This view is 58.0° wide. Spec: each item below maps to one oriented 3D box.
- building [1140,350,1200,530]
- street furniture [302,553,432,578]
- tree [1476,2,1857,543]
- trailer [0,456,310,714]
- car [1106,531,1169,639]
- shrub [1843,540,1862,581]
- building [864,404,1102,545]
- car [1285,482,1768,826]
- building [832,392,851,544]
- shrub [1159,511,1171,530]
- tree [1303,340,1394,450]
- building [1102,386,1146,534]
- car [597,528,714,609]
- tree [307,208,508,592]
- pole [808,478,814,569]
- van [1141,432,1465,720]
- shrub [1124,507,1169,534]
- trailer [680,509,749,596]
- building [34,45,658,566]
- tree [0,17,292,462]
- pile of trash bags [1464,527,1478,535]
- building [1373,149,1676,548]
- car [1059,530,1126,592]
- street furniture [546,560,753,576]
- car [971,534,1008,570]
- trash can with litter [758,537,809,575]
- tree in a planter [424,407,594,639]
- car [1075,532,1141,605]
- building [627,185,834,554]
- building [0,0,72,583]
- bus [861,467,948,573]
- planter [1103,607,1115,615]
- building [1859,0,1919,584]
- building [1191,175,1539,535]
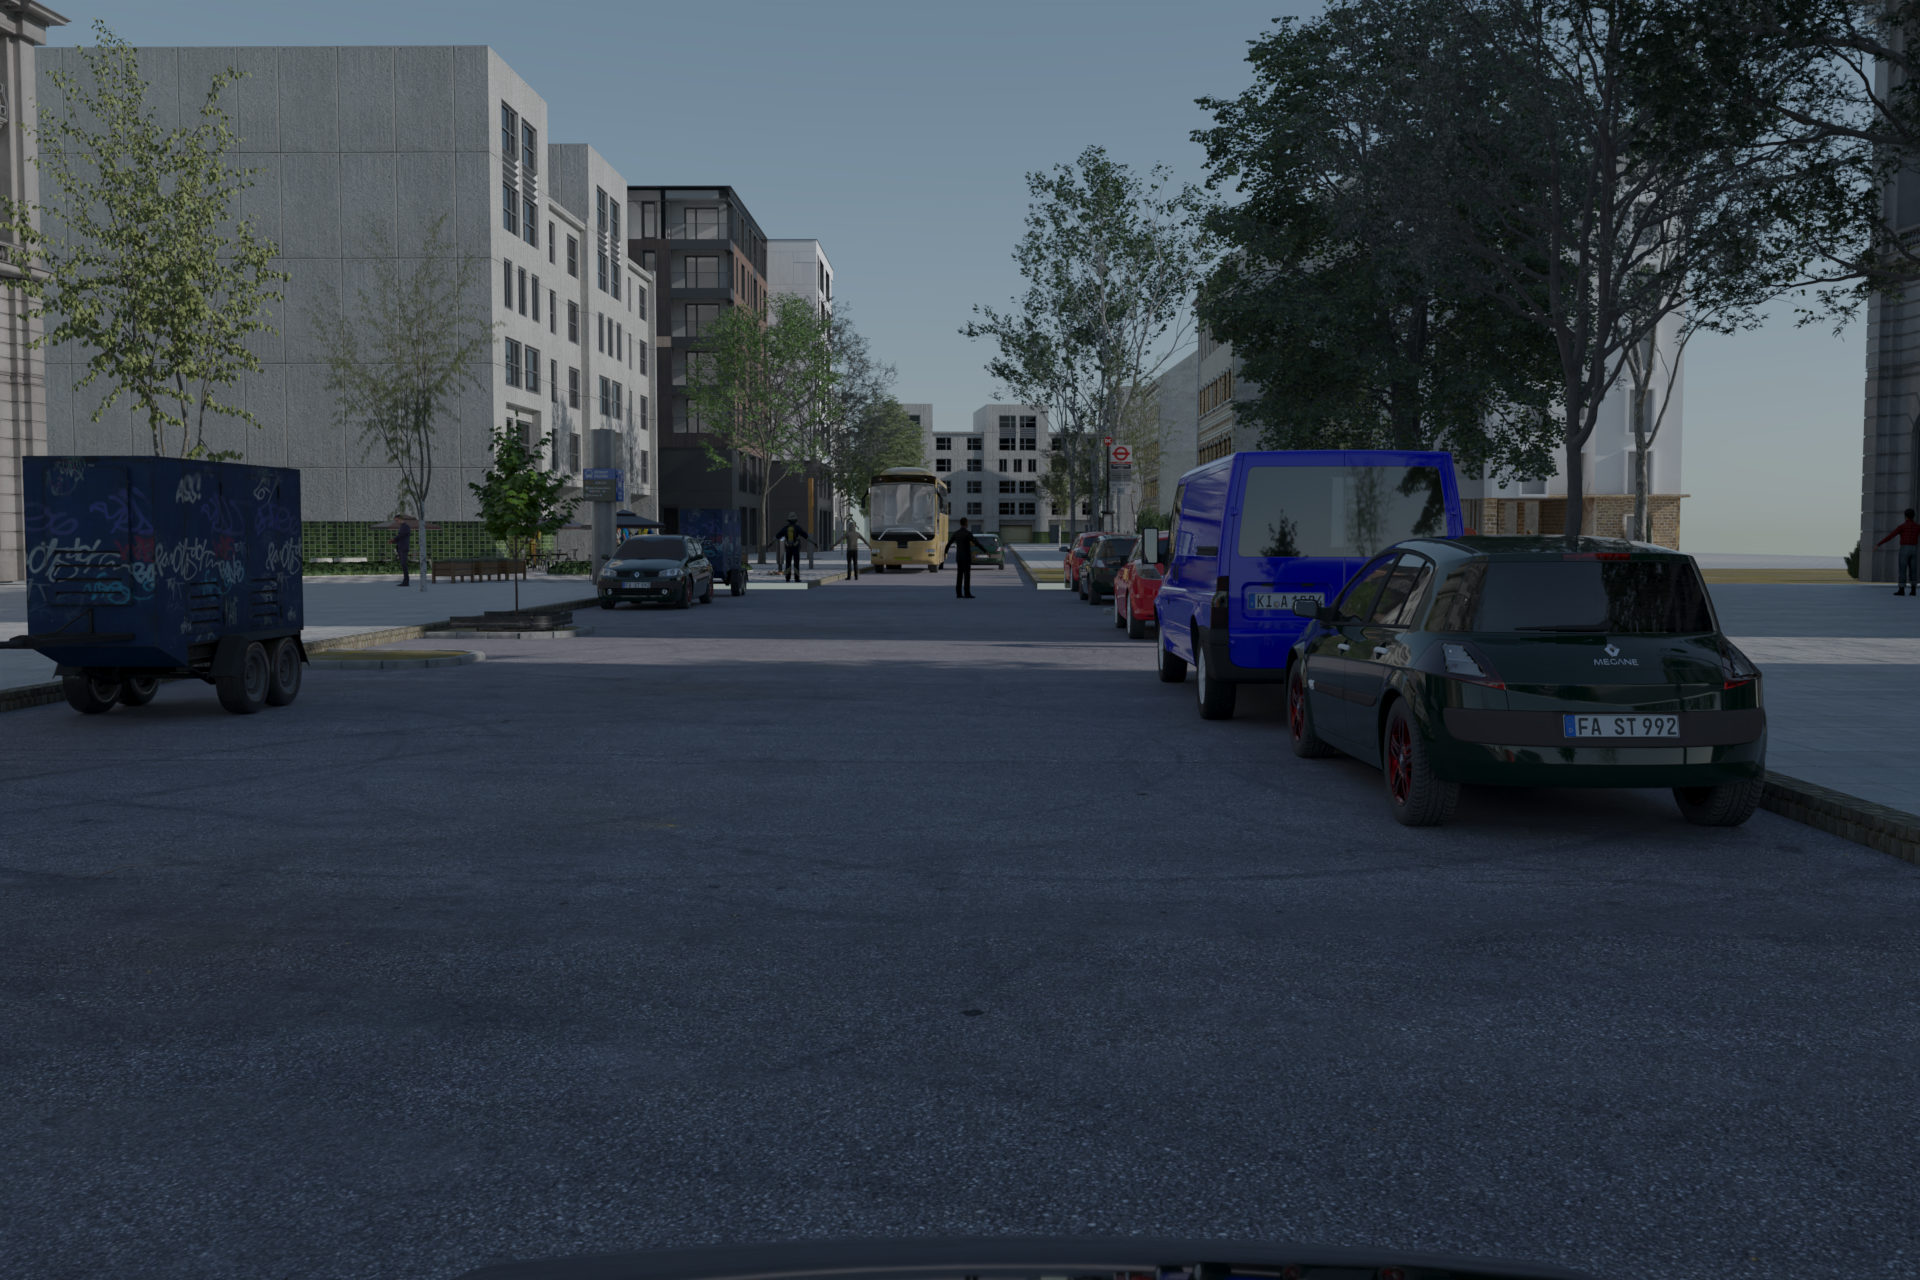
[{"bbox_3d":[28.959,-21.283,178.907,19.493,23.208,18.063,0,4,1],"label":"building"},{"bbox_3d":[-20.948,-2.244,52.322,5.734,0.657,10.072,3,5,42],"label":"street furniture"},{"bbox_3d":[20.884,-12.100,53.728,12.611,20.169,13.585,0,3,0],"label":"tree"},{"bbox_3d":[-6.330,-0.387,13.382,1.471,1.999,3.904,0,4,1],"label":"trailer"},{"bbox_3d":[3.225,-0.984,25.123,2.155,1.783,4.494,0,4,2],"label":"car"},{"bbox_3d":[24.773,-2.223,47.459,1.383,1.207,1.383,0,3,0],"label":"shrub"},{"bbox_3d":[2.738,-22.825,242.111,31.486,18.905,16.747,0,4,-6],"label":"building"},{"bbox_3d":[3.002,-0.006,9.886,2.009,1.686,4.222,0,3,0],"label":"car"},{"bbox_3d":[-23.351,-21.398,216.317,16.747,18.905,31.486,0,4,1],"label":"building"},{"bbox_3d":[6.999,-3.355,58.903,1.661,2.075,1.752,0,3,0],"label":"shrub"},{"bbox_3d":[15.109,-6.951,64.007,4.360,8.622,3.978,0,3,0],"label":"tree"},{"bbox_3d":[27.063,-21.317,214.985,16.747,18.905,31.486,0,4,1],"label":"building"},{"bbox_3d":[-5.996,-1.502,34.347,2.009,1.686,4.222,0,4,1],"label":"car"},{"bbox_3d":[-11.772,-5.392,38.525,4.360,8.622,3.978,0,3,0],"label":"tree"},{"bbox_3d":[-5.442,-4.244,63.230,0.158,3.312,0.155,0,3,0],"label":"pole"},{"bbox_3d":[2.824,-0.649,14.995,2.240,2.365,5.245,0,4,1],"label":"van"},{"bbox_3d":[5.343,-2.760,49.168,1.661,2.075,1.752,0,3,0],"label":"shrub"},{"bbox_3d":[-5.768,-1.984,39.494,1.471,1.999,3.904,0,4,2],"label":"trailer"},{"bbox_3d":[-25.168,-12.994,78.910,16.747,18.905,31.486,0,4,1],"label":"building"},{"bbox_3d":[-11.630,-4.576,25.186,4.737,8.622,4.395,0,3,0],"label":"tree"},{"bbox_3d":[6.635,-0.733,21.739,1.912,1.369,3.447,0,4,1],"label":"pile of trash bags"},{"bbox_3d":[27.293,-14.394,91.764,16.016,20.090,11.380,0,4,1],"label":"building"},{"bbox_3d":[3.648,-2.172,44.557,2.155,1.783,4.494,0,3,0],"label":"car"},{"bbox_3d":[-9.833,-2.470,56.013,5.734,0.657,10.072,0,4,6],"label":"street furniture"},{"bbox_3d":[0.965,-3.711,70.457,2.009,1.686,4.222,0,4,2],"label":"car"},{"bbox_3d":[-5.522,-2.669,54.694,1.678,1.210,2.233,0,4,1],"label":"trash can with litter"},{"bbox_3d":[-6.309,-1.671,24.547,1.991,3.239,1.994,0,4,2],"label":"tree in a planter"},{"bbox_3d":[3.450,-1.625,36.361,2.009,1.686,4.222,0,4,0],"label":"car"},{"bbox_3d":[-23.845,-16.772,118.190,27.936,21.610,32.646,0,4,0],"label":"building"},{"bbox_3d":[-29.638,-11.738,32.570,13.314,22.015,24.055,0,4,2],"label":"building"},{"bbox_3d":[-1.908,-4.640,67.406,2.896,3.916,12.252,0,4,1],"label":"bus"},{"bbox_3d":[3.588,-0.612,31.151,1.991,0.319,1.994,0,4,2],"label":"planter"},{"bbox_3d":[27.709,-11.604,30.377,13.314,22.015,24.055,0,4,2],"label":"building"},{"bbox_3d":[24.600,-16.718,104.273,19.493,23.208,18.063,0,4,2],"label":"building"}]
